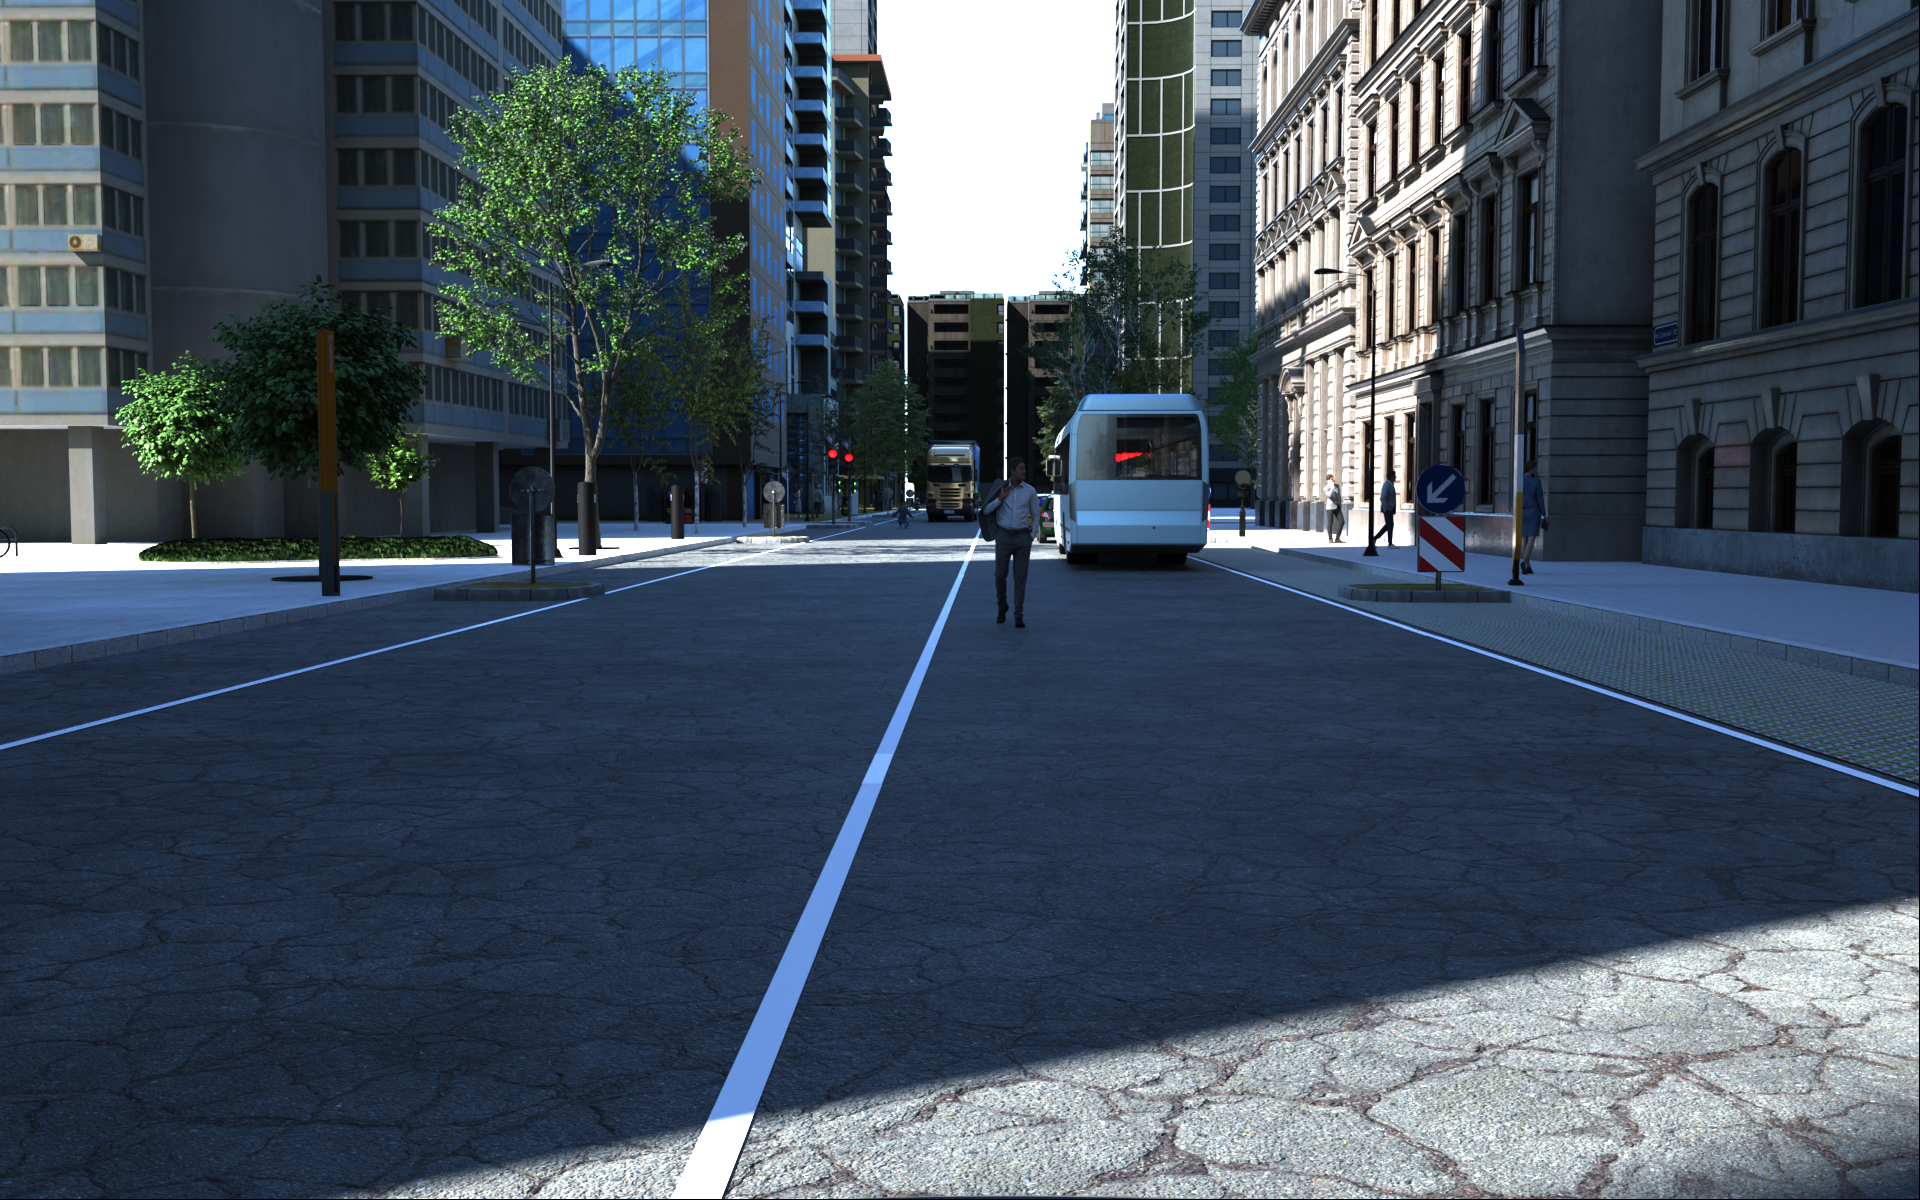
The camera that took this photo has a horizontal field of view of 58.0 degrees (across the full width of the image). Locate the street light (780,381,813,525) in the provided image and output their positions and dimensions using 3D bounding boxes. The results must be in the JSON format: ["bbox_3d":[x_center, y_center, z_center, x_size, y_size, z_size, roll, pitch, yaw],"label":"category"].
[{"bbox_3d":[-6.821,-6.025,71.052,1.470,5.913,1.316,0,4,1],"label":"street light"}]

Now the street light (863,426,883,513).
[{"bbox_3d":[-5.941,-8.888,117.857,1.470,5.913,1.316,0,4,1],"label":"street light"}]

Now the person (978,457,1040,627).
[{"bbox_3d":[0.538,-0.632,18.930,0.679,1.850,0.850,0,4,-5],"label":"person"}]

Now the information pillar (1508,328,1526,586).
[{"bbox_3d":[7.826,-2.012,24.256,0.183,3.616,0.504,1,4,13],"label":"information pillar"}]

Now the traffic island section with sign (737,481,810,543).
[{"bbox_3d":[-5.498,-2.609,51.293,1.989,1.847,2.006,0,4,1],"label":"traffic island section with sign"}]

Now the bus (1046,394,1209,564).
[{"bbox_3d":[3.492,-2.666,38.453,2.948,3.499,13.247,0,4,2],"label":"bus"}]

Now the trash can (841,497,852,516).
[{"bbox_3d":[-6.649,-5.477,101.203,0.748,1.137,0.748,0,3,0],"label":"trash can"}]

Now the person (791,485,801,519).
[{"bbox_3d":[-8.390,-5.030,88.845,0.524,1.755,0.480,-1,4,-9],"label":"person"}]

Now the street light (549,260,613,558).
[{"bbox_3d":[-7.602,-3.794,34.579,1.470,5.913,1.316,0,4,1],"label":"street light"}]

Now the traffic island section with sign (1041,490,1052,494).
[{"bbox_3d":[10.076,-12.370,210.879,1.989,1.847,2.006,0,4,1],"label":"traffic island section with sign"}]

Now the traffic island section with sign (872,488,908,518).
[{"bbox_3d":[-4.375,-5.998,106.703,1.989,1.847,2.006,0,4,1],"label":"traffic island section with sign"}]

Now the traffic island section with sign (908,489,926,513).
[{"bbox_3d":[-3.807,-7.661,133.886,1.989,1.847,2.006,0,4,1],"label":"traffic island section with sign"}]

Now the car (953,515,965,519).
[{"bbox_3d":[-0.322,-5.485,101.688,2.014,1.417,4.499,0,4,3],"label":"car"}]

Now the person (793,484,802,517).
[{"bbox_3d":[-8.988,-5.510,96.099,0.580,1.828,0.573,1,4,13],"label":"person"}]

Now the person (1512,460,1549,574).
[{"bbox_3d":[9.077,-1.326,27.740,0.654,1.822,0.581,-3,5,-40],"label":"person"}]

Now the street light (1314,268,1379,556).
[{"bbox_3d":[7.980,-3.867,35.766,1.470,5.913,1.316,0,4,1],"label":"street light"}]

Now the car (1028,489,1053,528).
[{"bbox_3d":[3.189,-3.351,65.010,2.015,1.641,3.980,0,4,2],"label":"car"}]

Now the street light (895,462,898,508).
[{"bbox_3d":[-5.133,-11.113,154.231,1.470,5.913,1.316,0,4,1],"label":"street light"}]

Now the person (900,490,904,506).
[{"bbox_3d":[-6.372,-11.341,192.200,0.721,1.736,1.217,-1,4,-12],"label":"person"}]

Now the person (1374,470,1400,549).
[{"bbox_3d":[10.017,-2.136,40.810,0.795,1.843,0.661,2,4,31],"label":"person"}]

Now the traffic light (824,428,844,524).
[{"bbox_3d":[-5.337,-5.164,73.349,0.839,4.253,0.868,0,4,1],"label":"traffic light"}]

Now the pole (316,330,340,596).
[{"bbox_3d":[-7.927,-1.706,21.730,0.158,3.312,0.155,0,3,0],"label":"pole"}]

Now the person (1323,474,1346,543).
[{"bbox_3d":[9.791,-2.387,45.253,0.592,1.802,0.473,-1,4,-15],"label":"person"}]

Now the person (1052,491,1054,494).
[{"bbox_3d":[8.763,-9.511,164.550,0.434,1.755,0.990,2,4,26],"label":"person"}]

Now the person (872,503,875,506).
[{"bbox_3d":[-6.251,-7.492,134.041,0.738,1.151,1.012,-3,4,-36],"label":"person"}]

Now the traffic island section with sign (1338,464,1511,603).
[{"bbox_3d":[6.259,-0.919,23.652,1.989,1.847,2.006,0,4,1],"label":"traffic island section with sign"}]

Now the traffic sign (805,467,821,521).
[{"bbox_3d":[-6.992,-5.036,82.451,0.768,2.556,0.104,0,4,8],"label":"traffic sign"}]

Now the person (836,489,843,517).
[{"bbox_3d":[-6.840,-5.636,98.534,0.374,1.781,0.599,3,4,38],"label":"person"}]

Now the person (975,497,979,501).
[{"bbox_3d":[0.944,-6.295,111.603,0.721,1.800,0.419,-2,4,-27],"label":"person"}]

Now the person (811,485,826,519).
[{"bbox_3d":[-7.278,-5.055,89.176,0.782,1.767,0.515,2,4,33],"label":"person"}]

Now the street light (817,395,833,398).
[{"bbox_3d":[-6.650,-6.666,81.534,1.470,5.913,1.316,0,4,1],"label":"street light"}]

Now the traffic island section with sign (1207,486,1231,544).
[{"bbox_3d":[6.803,-2.571,50.657,1.989,1.847,2.006,0,4,1],"label":"traffic island section with sign"}]

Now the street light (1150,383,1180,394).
[{"bbox_3d":[8.622,-6.117,72.553,1.470,5.913,1.316,0,4,1],"label":"street light"}]

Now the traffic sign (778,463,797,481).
[{"bbox_3d":[-7.337,-4.520,73.640,0.795,2.593,0.064,0,4,4],"label":"traffic sign"}]

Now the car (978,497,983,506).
[{"bbox_3d":[1.779,-12.386,212.726,2.015,1.641,3.980,0,4,0],"label":"car"}]

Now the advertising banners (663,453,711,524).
[{"bbox_3d":[-11.721,-4.785,74.429,2.074,3.025,0.090,0,4,-4],"label":"advertising banners"}]

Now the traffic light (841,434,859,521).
[{"bbox_3d":[-5.174,-5.652,81.332,0.839,4.253,0.868,0,4,1],"label":"traffic light"}]

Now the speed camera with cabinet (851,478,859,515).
[{"bbox_3d":[-6.484,-6.802,105.547,0.660,3.252,2.038,0,4,-2],"label":"speed camera with cabinet"}]

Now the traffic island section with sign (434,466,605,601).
[{"bbox_3d":[-6.062,-0.952,24.188,1.989,1.847,2.006,0,4,1],"label":"traffic island section with sign"}]

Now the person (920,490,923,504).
[{"bbox_3d":[-4.751,-12.678,213.423,0.705,1.812,1.348,0,4,2],"label":"person"}]

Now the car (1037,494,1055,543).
[{"bbox_3d":[3.165,-2.561,51.663,2.009,1.686,4.222,0,4,1],"label":"car"}]

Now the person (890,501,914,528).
[{"bbox_3d":[-2.468,-3.599,72.840,1.012,1.151,0.738,0,4,3],"label":"person"}]
